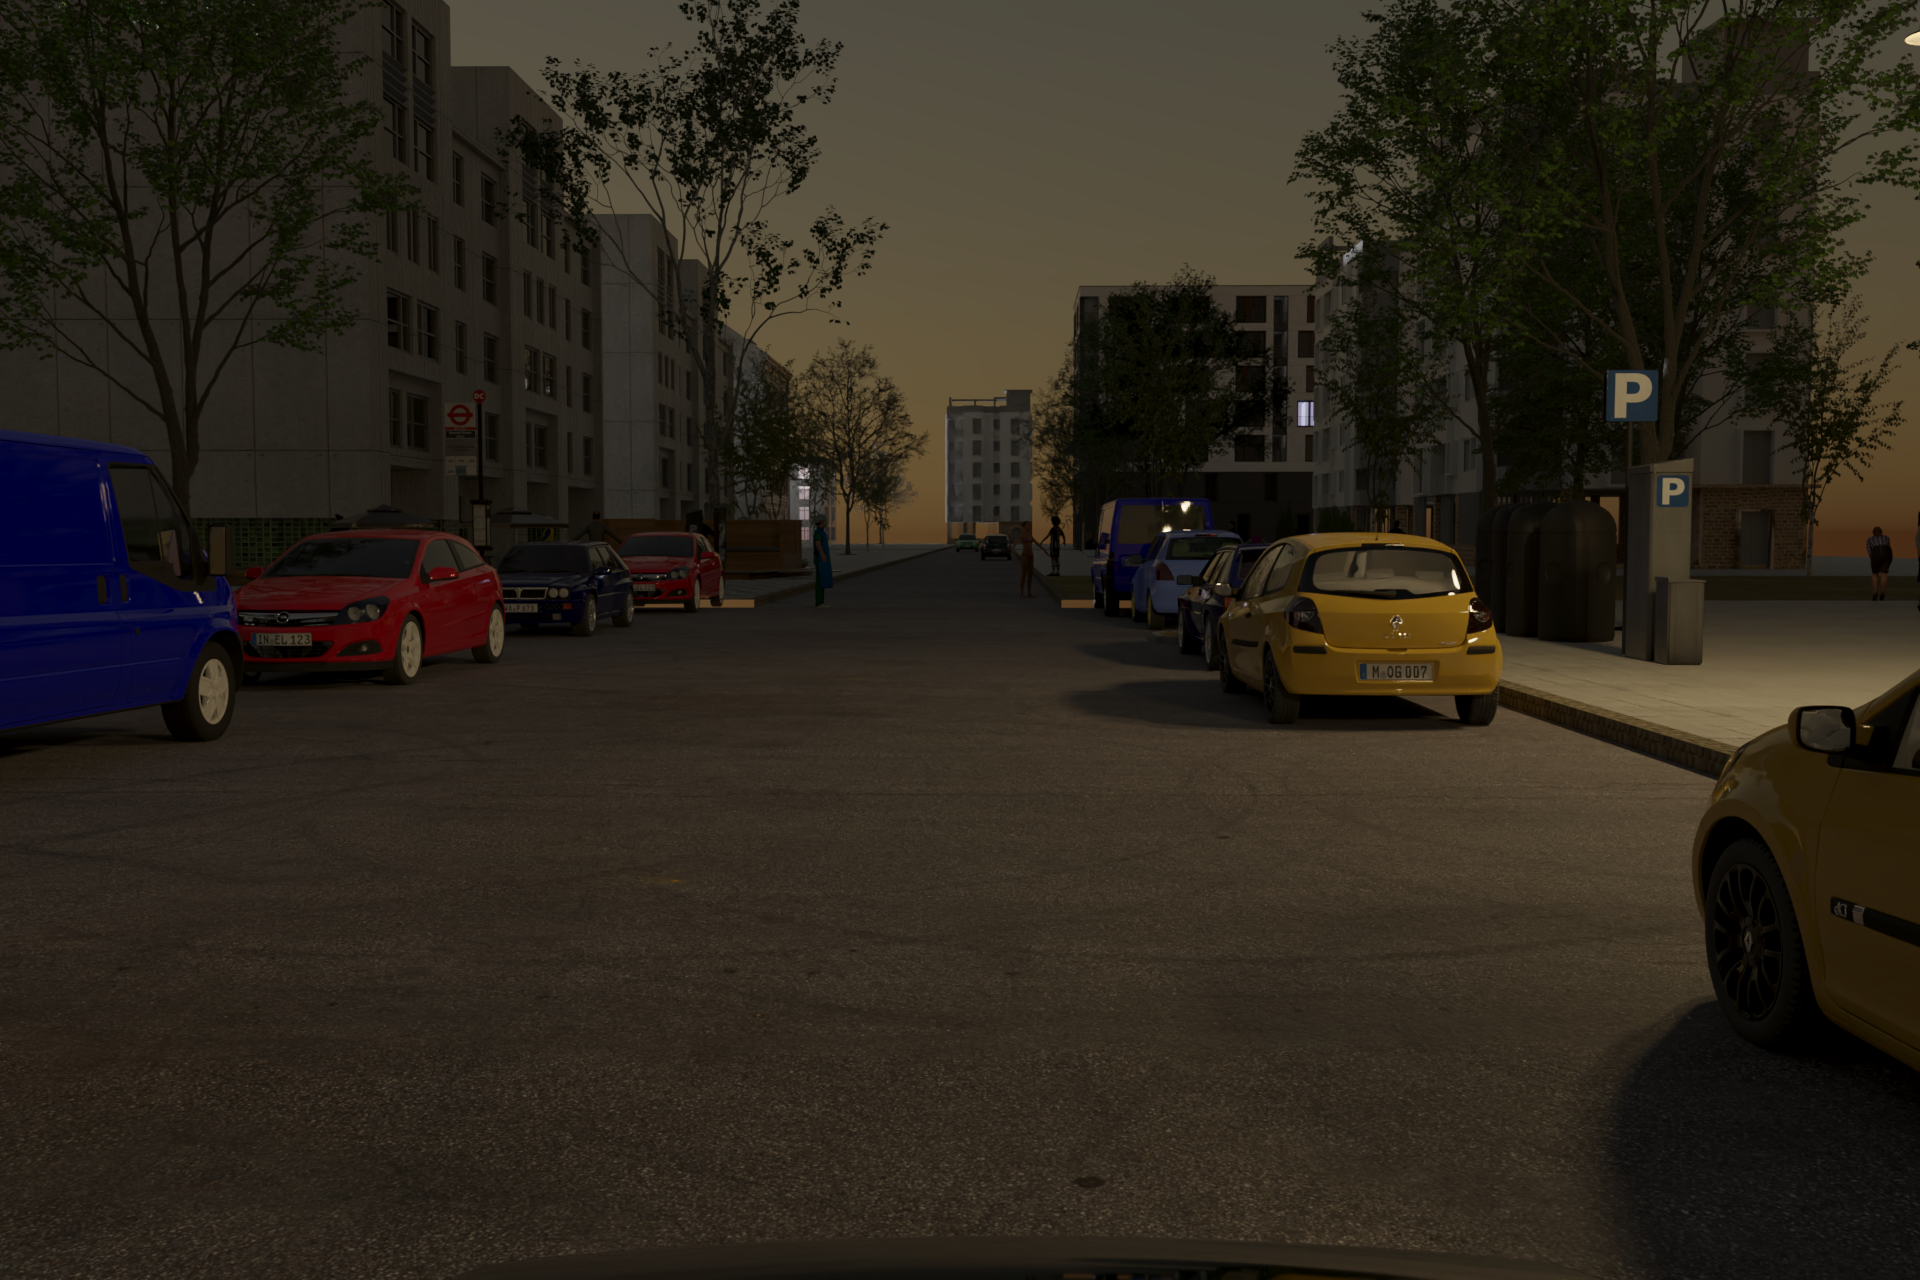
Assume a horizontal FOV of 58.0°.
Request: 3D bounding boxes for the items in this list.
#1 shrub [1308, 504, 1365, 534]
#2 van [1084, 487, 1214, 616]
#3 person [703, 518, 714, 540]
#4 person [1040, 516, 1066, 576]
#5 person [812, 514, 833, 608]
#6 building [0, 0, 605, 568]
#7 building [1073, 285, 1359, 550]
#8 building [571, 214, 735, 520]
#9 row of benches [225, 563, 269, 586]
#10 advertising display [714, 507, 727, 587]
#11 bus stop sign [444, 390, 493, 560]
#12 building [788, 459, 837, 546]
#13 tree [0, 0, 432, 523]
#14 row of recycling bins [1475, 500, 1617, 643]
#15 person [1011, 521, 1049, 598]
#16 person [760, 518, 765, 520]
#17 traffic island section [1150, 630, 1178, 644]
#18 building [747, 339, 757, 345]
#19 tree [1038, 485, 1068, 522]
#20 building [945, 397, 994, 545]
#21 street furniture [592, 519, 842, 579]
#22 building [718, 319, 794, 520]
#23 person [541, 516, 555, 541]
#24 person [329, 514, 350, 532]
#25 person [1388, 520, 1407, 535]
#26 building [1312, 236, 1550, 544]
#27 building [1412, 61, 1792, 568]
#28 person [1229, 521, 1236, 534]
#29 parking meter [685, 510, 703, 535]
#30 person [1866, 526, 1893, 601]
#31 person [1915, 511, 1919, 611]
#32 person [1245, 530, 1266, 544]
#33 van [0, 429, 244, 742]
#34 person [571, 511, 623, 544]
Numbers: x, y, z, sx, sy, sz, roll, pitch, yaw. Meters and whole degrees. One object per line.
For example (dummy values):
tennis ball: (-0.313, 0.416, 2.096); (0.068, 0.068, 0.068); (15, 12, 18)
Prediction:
shrub: (9.531, -2.459, 44.244); (1.661, 2.075, 1.752); (0, 3, 0)
van: (3.479, -1.675, 31.778); (2.240, 2.365, 5.245); (0, 4, 0)
person: (-6.517, -2.278, 43.386); (1.346, 1.812, 0.704); (-1, 4, -18)
person: (2.879, -2.858, 52.874); (0.704, 1.843, 1.345); (3, 4, 38)
person: (-2.658, -1.526, 33.538); (0.704, 1.817, 1.347); (0, 4, -1)
building: (-25.363, -12.200, 65.935); (16.747, 18.905, 31.486); (0, 4, 1)
building: (24.216, -19.244, 158.611); (27.936, 21.610, 32.646); (0, 4, 2)
building: (-25.183, -15.005, 111.781); (16.747, 18.905, 31.486); (0, 4, 1)
row of benches: (-13.740, -1.262, 36.102); (4.104, 0.672, 1.422); (2, 4, 30)
advertising display: (-5.746, -2.220, 41.507); (0.123, 1.923, 0.974); (0, 4, 3)
bus stop sign: (-9.083, -2.652, 32.056); (0.855, 3.939, 0.416); (0, 4, 0)
building: (-18.812, -15.902, 202.146); (9.099, 9.664, 28.070); (0, 4, 2)
tree: (-11.675, -6.117, 25.765); (9.928, 11.665, 9.643); (0, 3, 0)
row of recycling bins: (7.397, -0.920, 22.147); (1.069, 1.692, 3.534); (0, 4, 1)
person: (1.561, -1.817, 38.972); (1.217, 1.733, 0.721); (-3, 5, -44)
person: (-7.000, -3.390, 61.289); (1.347, 1.847, 0.705); (2, 4, 32)
traffic island section: (3.583, -0.027, 23.314); (1.991, 0.108, 1.994); (0, 4, 1)
building: (-25.282, -19.121, 169.050); (16.016, 20.090, 11.380); (0, 4, 1)
tree: (12.498, -17.036, 228.905); (4.737, 8.622, 4.395); (0, 3, 0)
building: (-1.594, -22.749, 230.825); (11.380, 20.090, 16.016); (0, 4, 1)
street furniture: (-8.455, -2.857, 53.560); (11.010, 1.723, 9.812); (1, 4, 12)
building: (-25.690, -19.896, 156.234); (19.493, 23.208, 18.063); (0, 4, 1)
person: (-11.194, -2.466, 46.784); (0.721, 1.772, 1.216); (0, 4, 1)
person: (-17.195, -2.571, 47.966); (0.705, 1.837, 1.347); (3, 4, 37)
person: (14.549, -3.111, 57.587); (1.216, 1.740, 0.721); (3, 4, 37)
building: (27.967, -15.565, 110.915); (16.016, 20.090, 11.380); (0, 4, 1)
building: (25.405, -13.425, 75.914); (16.016, 20.090, 11.380); (0, 4, 2)
person: (10.776, -3.825, 68.725); (0.705, 1.806, 1.347); (0, 4, 7)
parking meter: (-6.378, -2.190, 41.524); (0.399, 1.863, 0.255); (0, 4, 2)
person: (17.654, -1.468, 33.281); (0.421, 1.427, 0.697); (1, 4, 17)
person: (16.104, -1.336, 28.668); (1.217, 1.735, 0.721); (-3, 5, -40)
person: (10.329, -3.130, 60.445); (0.991, 1.433, 0.599); (0, 4, 3)
van: (-6.121, -0.359, 10.251); (2.240, 2.365, 5.245); (0, 4, 1)
person: (-8.192, -2.005, 39.056); (1.348, 1.796, 0.705); (-1, 4, -13)
